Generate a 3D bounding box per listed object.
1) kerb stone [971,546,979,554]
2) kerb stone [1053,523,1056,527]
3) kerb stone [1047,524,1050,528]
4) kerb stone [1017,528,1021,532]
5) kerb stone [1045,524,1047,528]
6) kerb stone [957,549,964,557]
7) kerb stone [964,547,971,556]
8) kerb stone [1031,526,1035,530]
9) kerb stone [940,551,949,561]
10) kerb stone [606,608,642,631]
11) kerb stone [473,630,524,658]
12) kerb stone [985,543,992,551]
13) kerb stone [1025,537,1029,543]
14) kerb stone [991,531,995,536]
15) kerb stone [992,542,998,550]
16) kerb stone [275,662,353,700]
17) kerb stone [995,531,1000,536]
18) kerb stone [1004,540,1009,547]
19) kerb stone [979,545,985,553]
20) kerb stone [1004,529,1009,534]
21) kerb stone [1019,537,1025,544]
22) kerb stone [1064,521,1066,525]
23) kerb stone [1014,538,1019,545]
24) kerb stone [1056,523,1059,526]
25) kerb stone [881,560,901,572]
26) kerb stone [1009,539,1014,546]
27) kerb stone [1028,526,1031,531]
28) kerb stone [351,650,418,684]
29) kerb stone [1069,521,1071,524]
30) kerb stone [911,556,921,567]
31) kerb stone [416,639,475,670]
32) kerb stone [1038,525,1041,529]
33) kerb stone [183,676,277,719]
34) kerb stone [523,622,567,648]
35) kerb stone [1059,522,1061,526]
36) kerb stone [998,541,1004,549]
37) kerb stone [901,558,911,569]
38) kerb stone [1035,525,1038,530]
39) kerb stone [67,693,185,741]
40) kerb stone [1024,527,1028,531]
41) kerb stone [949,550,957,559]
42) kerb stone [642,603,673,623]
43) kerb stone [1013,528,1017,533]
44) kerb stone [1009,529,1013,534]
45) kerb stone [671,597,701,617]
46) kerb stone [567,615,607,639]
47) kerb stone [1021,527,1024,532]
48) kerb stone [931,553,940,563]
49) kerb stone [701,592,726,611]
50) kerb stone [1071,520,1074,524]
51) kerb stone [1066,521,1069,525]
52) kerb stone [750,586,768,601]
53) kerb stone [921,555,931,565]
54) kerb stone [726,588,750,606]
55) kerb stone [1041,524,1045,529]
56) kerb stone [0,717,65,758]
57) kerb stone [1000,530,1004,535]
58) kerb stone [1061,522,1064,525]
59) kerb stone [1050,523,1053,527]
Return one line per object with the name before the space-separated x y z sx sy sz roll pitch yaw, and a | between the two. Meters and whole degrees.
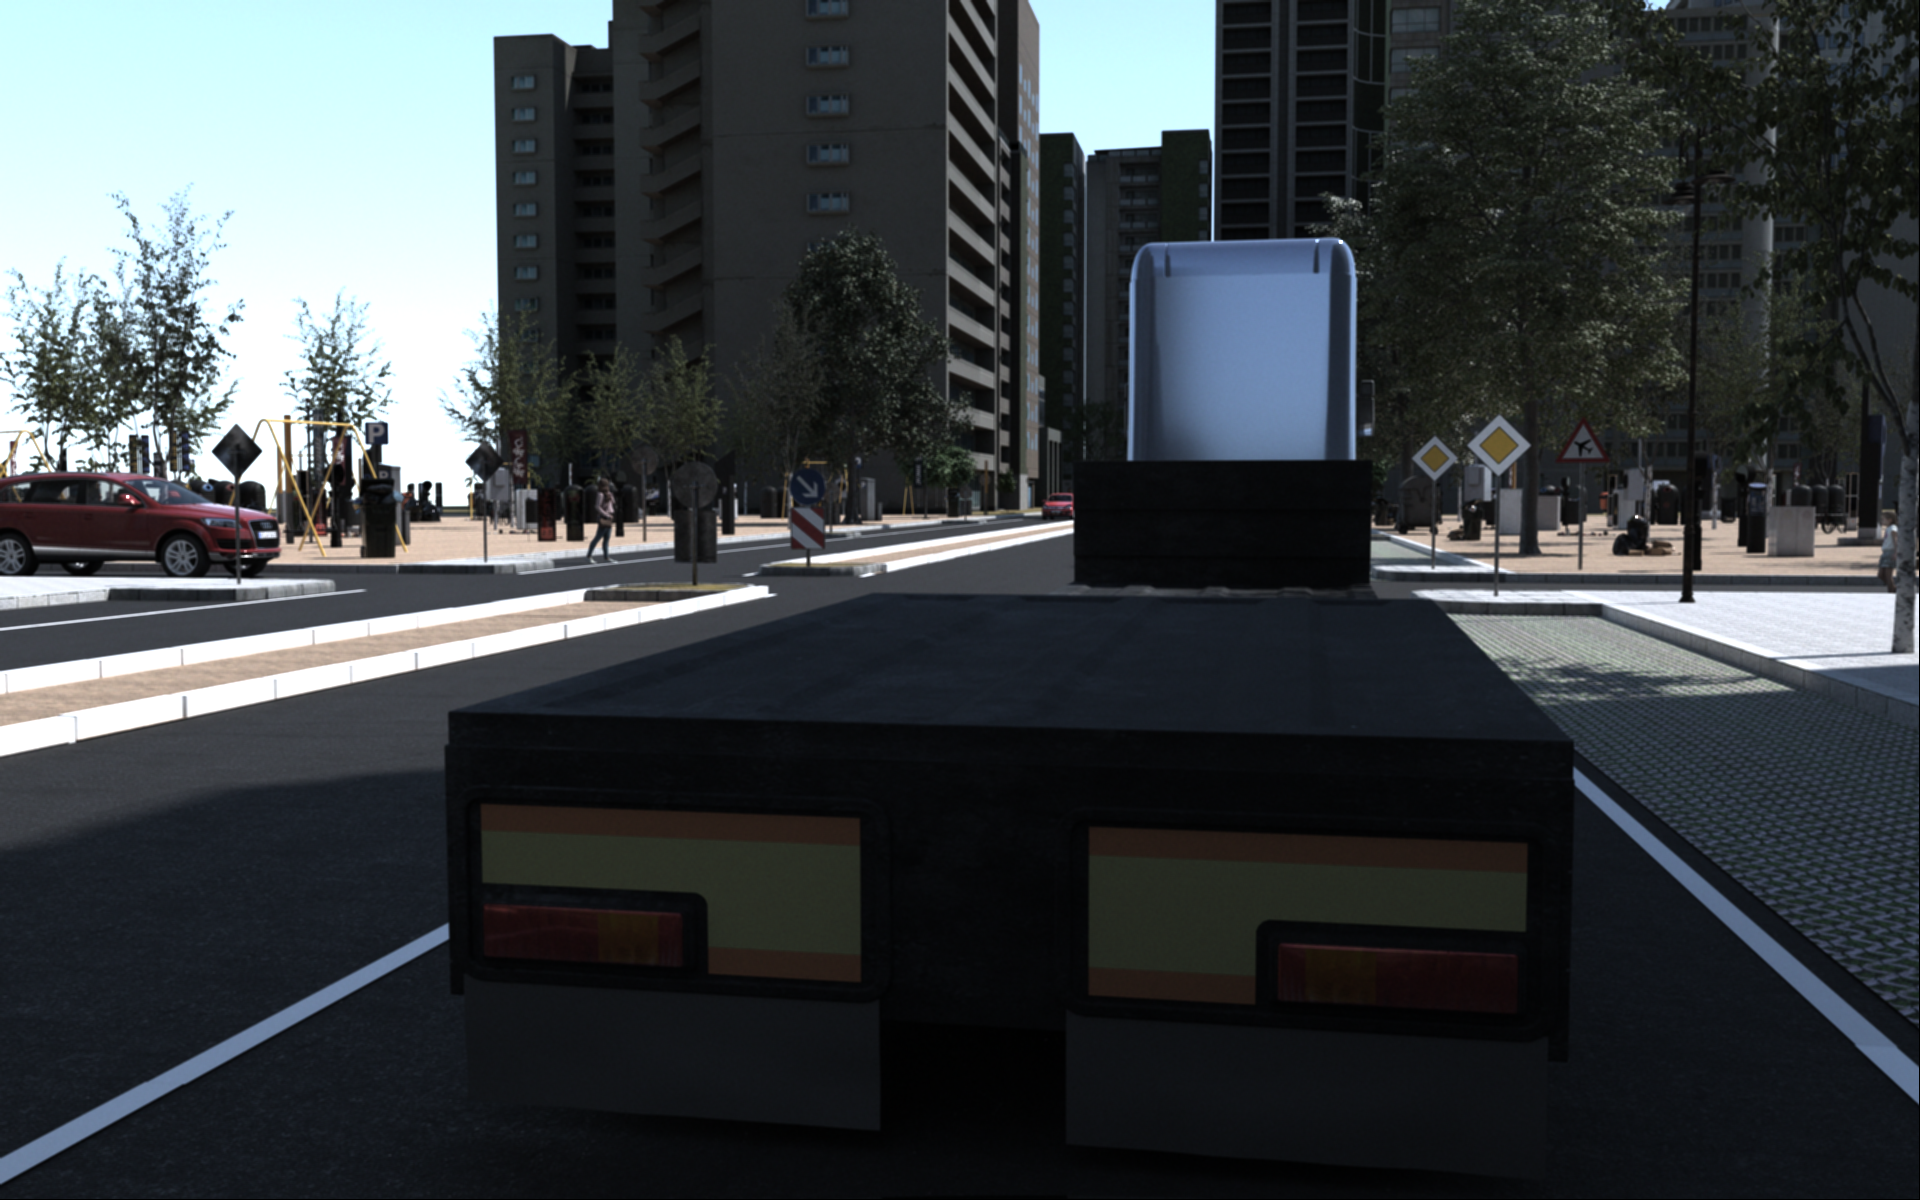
kerb stone | 0.254 -1.174 41.390 0.120 0.150 1.000 1 4 10
kerb stone | 3.932 -3.234 75.073 0.120 0.150 1.000 1 4 10
kerb stone | 3.580 -3.103 73.046 0.120 0.150 1.000 1 4 10
kerb stone | 2.016 -2.555 63.963 0.120 0.150 1.000 1 4 10
kerb stone | 3.409 -3.047 72.038 0.120 0.150 1.000 1 4 10
kerb stone | -0.107 -1.050 39.365 0.120 0.150 1.000 1 4 10
kerb stone | 0.068 -1.107 40.375 0.120 0.150 1.000 1 4 10
kerb stone | 2.718 -2.797 68.007 0.120 0.150 1.000 1 4 10
kerb stone | -0.441 -0.918 37.339 0.120 0.150 1.000 1 4 10
kerb stone | -3.683 0.219 18.613 0.120 0.150 1.000 1 4 10
kerb stone | -4.208 0.408 15.577 0.120 0.150 1.000 1 4 10
kerb stone | 0.597 -1.292 43.407 0.120 0.150 1.000 1 4 10
kerb stone | 1.819 -1.730 50.488 0.120 0.150 1.000 1 4 10
kerb stone | 0.965 -2.184 57.912 0.120 0.150 1.000 1 4 10
kerb stone | 0.782 -1.359 44.416 0.120 0.150 1.000 1 4 10
kerb stone | -4.731 0.590 12.550 0.120 0.150 1.000 1 4 10
kerb stone | 1.149 -2.246 58.917 0.120 0.150 1.000 1 4 10
kerb stone | 1.120 -1.482 46.433 0.120 0.150 1.000 1 4 10
kerb stone | 0.424 -1.236 42.400 0.120 0.150 1.000 1 4 10
kerb stone | 1.496 -2.369 60.936 0.120 0.150 1.000 1 4 10
kerb stone | 1.648 -1.668 49.467 0.120 0.150 1.000 1 4 10
kerb stone | 4.635 -3.481 79.112 0.120 0.150 1.000 1 4 10
kerb stone | 1.462 -1.606 48.451 0.120 0.150 1.000 1 4 10
kerb stone | 4.109 -3.296 76.080 0.120 0.150 1.000 1 4 10
kerb stone | -1.315 -0.617 32.287 0.120 0.150 1.000 1 4 10
kerb stone | 1.294 -1.544 47.442 0.120 0.150 1.000 1 4 10
kerb stone | 2.542 -2.740 66.994 0.120 0.150 1.000 1 4 10
kerb stone | -4.560 0.532 13.557 0.120 0.150 1.000 1 4 10
kerb stone | 4.991 -3.606 81.149 0.120 0.150 1.000 1 4 10
kerb stone | -0.972 -0.741 34.314 0.120 0.150 1.000 1 4 10
kerb stone | -4.380 0.466 14.569 0.120 0.150 1.000 1 4 10
kerb stone | 3.057 -2.924 70.023 0.120 0.150 1.000 1 4 10
kerb stone | -4.901 0.652 11.539 0.120 0.150 1.000 1 4 10
kerb stone | -4.043 0.343 16.586 0.120 0.150 1.000 1 4 10
kerb stone | 4.286 -3.358 77.093 0.120 0.150 1.000 1 4 10
kerb stone | 0.951 -1.419 45.424 0.120 0.150 1.000 1 4 10
kerb stone | -1.144 -0.676 33.295 0.120 0.150 1.000 1 4 10
kerb stone | 2.887 -2.864 69.015 0.120 0.150 1.000 1 4 10
kerb stone | -5.089 0.713 10.534 0.120 0.150 1.000 1 4 10
kerb stone | 2.371 -2.673 65.977 0.120 0.150 1.000 1 4 10
kerb stone | -0.269 -0.988 38.347 0.120 0.150 1.000 1 4 10
kerb stone | -3.508 0.158 19.624 0.120 0.150 1.000 1 4 10
kerb stone | 1.841 -2.491 62.954 0.120 0.150 1.000 1 4 10
kerb stone | 1.668 -2.431 61.944 0.120 0.150 1.000 1 4 10
kerb stone | -3.334 0.096 20.631 0.120 0.150 1.000 1 4 10
kerb stone | -3.855 0.281 17.599 0.120 0.150 1.000 1 4 10
kerb stone | 2.195 -2.616 64.970 0.120 0.150 1.000 1 4 10
kerb stone | -0.620 -0.864 36.328 0.120 0.150 1.000 1 4 10
kerb stone | -3.162 0.034 21.638 0.120 0.150 1.000 1 4 10
kerb stone | 5.153 -3.667 82.158 0.120 0.150 1.000 1 4 10
kerb stone | 4.814 -3.541 80.136 0.120 0.150 1.000 1 4 10
kerb stone | -2.817 -0.088 23.659 0.120 0.150 1.000 1 4 10
kerb stone | -0.802 -0.803 35.322 0.120 0.150 1.000 1 4 10
kerb stone | -2.985 -0.028 22.651 0.120 0.150 1.000 1 4 10
kerb stone | 3.243 -2.987 71.028 0.120 0.150 1.000 1 4 10
kerb stone | -5.250 0.781 9.515 0.120 0.150 1.000 1 4 10
kerb stone | 1.318 -2.305 59.929 0.120 0.150 1.000 1 4 10
kerb stone | 4.454 -3.412 78.107 0.120 0.150 1.000 1 4 10
kerb stone | 3.761 -3.167 74.061 0.120 0.150 1.000 1 4 10
